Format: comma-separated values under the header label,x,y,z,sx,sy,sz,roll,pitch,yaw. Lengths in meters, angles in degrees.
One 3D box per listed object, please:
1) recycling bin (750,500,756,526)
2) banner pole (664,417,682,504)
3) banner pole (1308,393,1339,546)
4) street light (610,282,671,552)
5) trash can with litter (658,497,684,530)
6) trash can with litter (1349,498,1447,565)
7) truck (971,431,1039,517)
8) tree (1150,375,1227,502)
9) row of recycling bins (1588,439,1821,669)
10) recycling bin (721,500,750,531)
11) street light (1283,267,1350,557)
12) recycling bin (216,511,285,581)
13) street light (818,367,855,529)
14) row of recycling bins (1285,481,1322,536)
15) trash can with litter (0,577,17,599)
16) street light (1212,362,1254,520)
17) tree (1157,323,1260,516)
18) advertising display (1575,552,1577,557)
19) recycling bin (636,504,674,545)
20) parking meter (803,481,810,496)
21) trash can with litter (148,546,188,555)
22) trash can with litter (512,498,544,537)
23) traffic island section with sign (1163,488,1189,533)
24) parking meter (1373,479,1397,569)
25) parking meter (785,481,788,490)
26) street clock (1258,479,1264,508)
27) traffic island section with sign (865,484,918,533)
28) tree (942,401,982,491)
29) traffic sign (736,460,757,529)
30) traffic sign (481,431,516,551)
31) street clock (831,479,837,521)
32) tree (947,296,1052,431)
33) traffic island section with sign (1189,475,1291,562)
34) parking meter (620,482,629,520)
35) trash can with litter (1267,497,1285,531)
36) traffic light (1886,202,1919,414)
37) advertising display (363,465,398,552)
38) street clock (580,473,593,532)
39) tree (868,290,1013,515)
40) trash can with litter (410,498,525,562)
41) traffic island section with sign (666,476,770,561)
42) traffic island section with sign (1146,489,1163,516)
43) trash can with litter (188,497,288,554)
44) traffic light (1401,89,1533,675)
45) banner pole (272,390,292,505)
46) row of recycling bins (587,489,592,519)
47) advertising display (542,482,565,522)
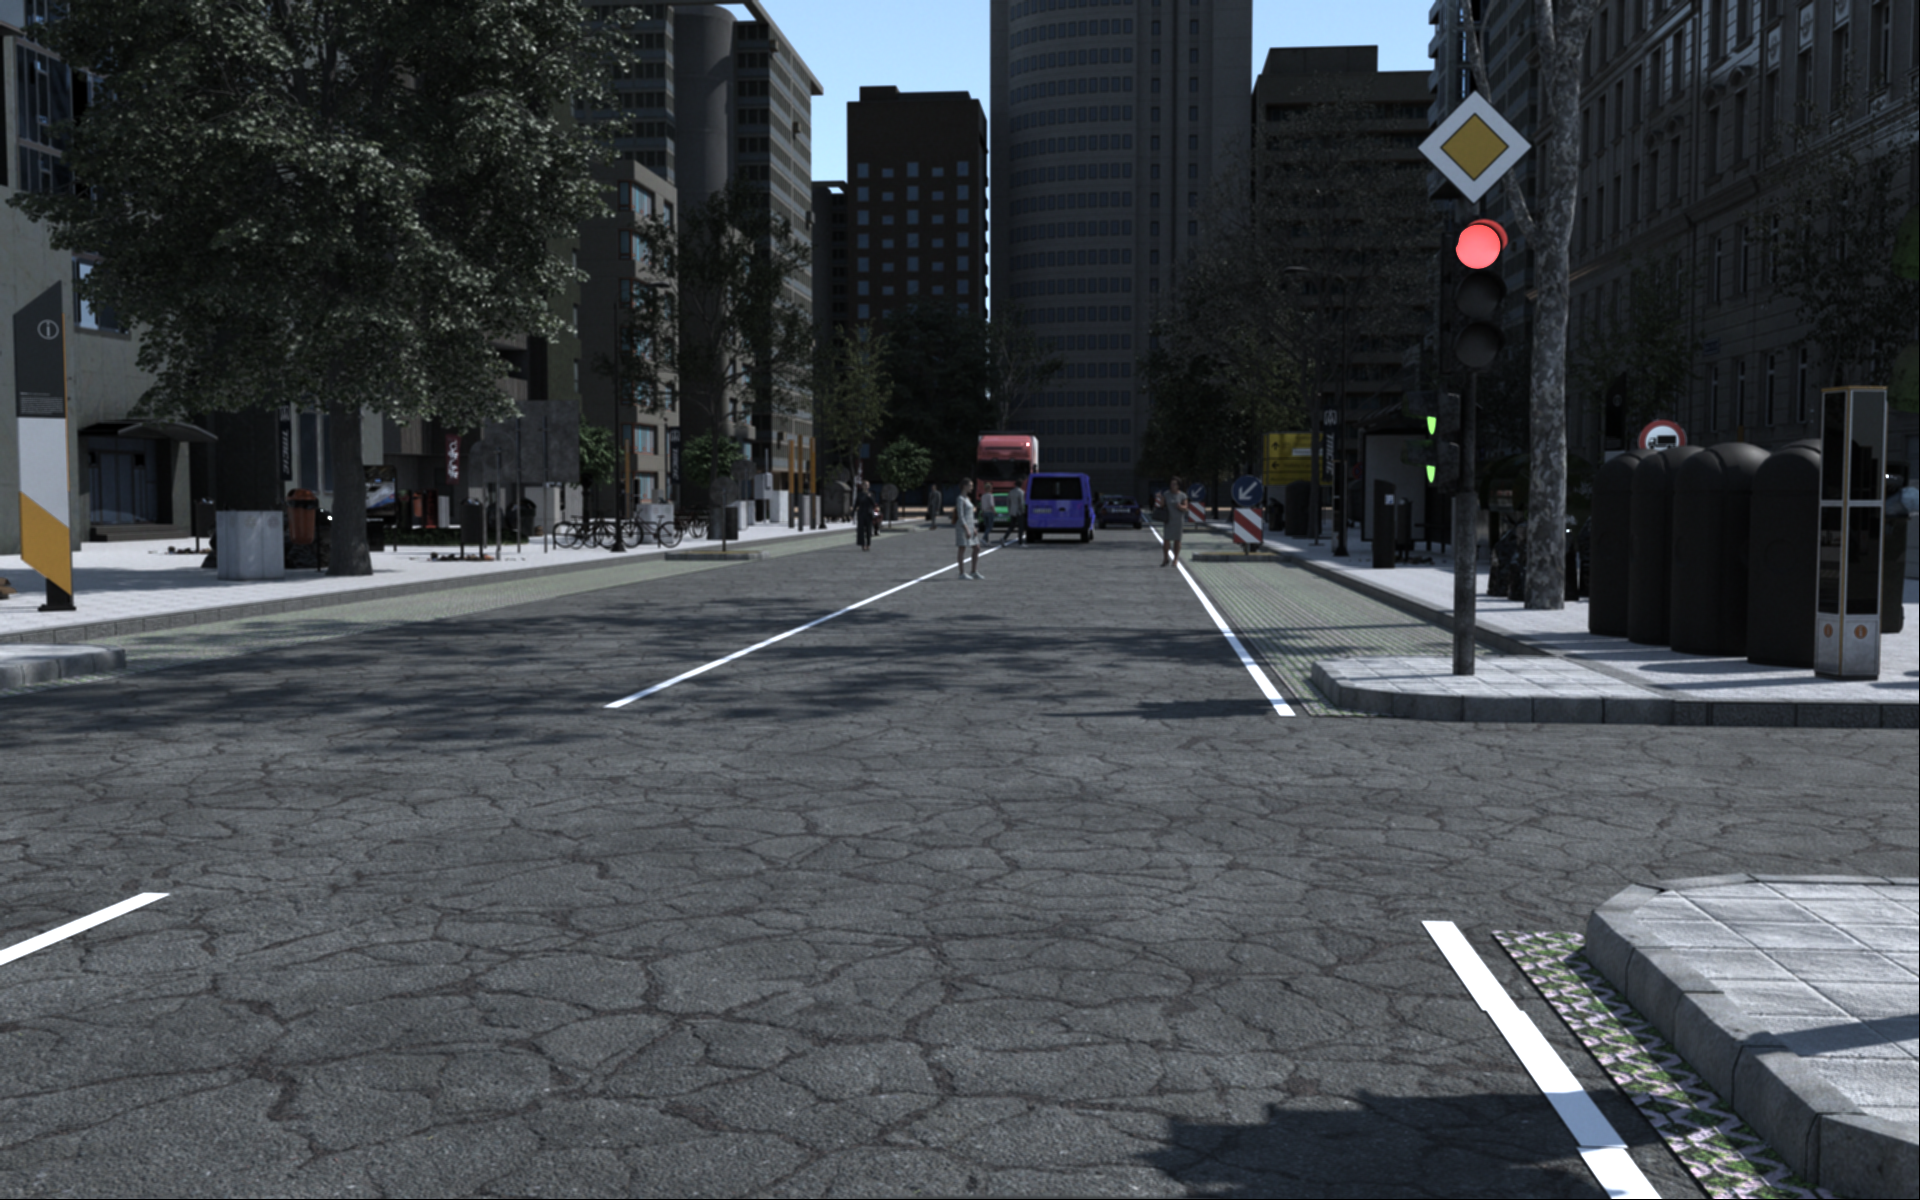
label,x,y,z,sx,sy,sz,roll,pitch,yaw
recycling bin,-8.701,-3.534,70.341,0.722,1.027,0.722,0,4,1
banner pole,-9.400,-4.066,56.503,0.863,3.779,0.401,2,4,31
banner pole,9.063,-3.242,43.030,0.401,3.779,0.863,-3,5,-40
street light,-7.038,-4.014,38.164,1.470,5.913,1.316,0,4,5
trash can with litter,-10.382,-3.112,62.264,1.055,1.170,0.624,0,4,-3
trash can with litter,8.252,-1.296,32.242,1.678,1.210,2.233,0,4,1
truck,2.195,-5.494,78.743,2.839,4.237,11.283,0,4,4
tree,18.350,-12.776,134.649,9.928,11.665,9.643,0,3,0
row of recycling bins,6.267,-0.445,14.397,1.069,1.692,3.534,0,4,-4
recycling bin,-7.941,-2.956,60.887,0.722,1.027,0.722,1,4,10
street light,7.319,-3.855,35.574,1.470,5.913,1.316,0,4,5
recycling bin,-10.645,-0.821,25.980,0.722,1.027,0.722,3,5,40
street light,-4.521,-5.565,63.527,1.470,5.913,1.316,0,4,5
row of recycling bins,10.745,-2.886,54.300,1.069,1.692,3.534,1,4,17
trash can with litter,-12.094,-0.597,21.150,1.055,1.170,0.624,0,4,0
street light,9.690,-5.387,60.623,1.470,5.913,1.316,0,4,5
tree,15.459,-11.293,102.774,7.486,12.596,7.792,0,3,0
advertising display,12.408,-1.836,35.226,0.974,1.923,0.123,-2,4,-35
recycling bin,-7.809,-1.944,44.341,0.722,1.027,0.722,-3,5,-39
parking meter,-6.917,-4.441,78.321,0.255,1.863,0.399,1,4,19
trash can with litter,-16.508,-1.613,37.430,2.233,1.210,1.678,1,4,23
trash can with litter,-12.980,-2.494,52.157,0.624,1.170,1.055,1,4,15
traffic island section with sign,8.615,-3.391,64.071,1.989,1.847,2.006,0,4,5
parking meter,7.330,-1.315,29.913,0.372,1.533,0.369,0,3,0
parking meter,-7.828,-4.515,79.536,0.399,1.863,0.255,0,4,-7
street clock,14.869,-4.974,85.891,0.471,2.002,0.358,0,4,-6
traffic island section with sign,-2.630,-3.444,64.932,1.989,1.847,2.006,0,4,5
tree,0.150,-10.564,123.090,4.737,8.622,4.395,0,3,0
traffic sign,-7.905,-3.915,64.114,0.768,2.556,0.104,0,4,7
traffic sign,-9.402,-2.149,35.242,0.768,2.556,0.104,1,4,13
street clock,-6.058,-4.798,83.022,0.358,2.002,0.471,-2,4,-28
tree,4.780,-18.823,163.651,12.611,20.169,13.585,0,3,0
traffic island section with sign,5.997,-1.741,37.086,1.989,1.847,2.006,0,4,5
parking meter,-16.349,-4.824,84.581,0.399,1.863,0.255,2,4,24
trash can with litter,11.127,-2.955,59.706,1.055,1.170,0.624,2,4,25
traffic light,2.795,-0.938,4.255,0.839,4.253,0.868,0,4,5
advertising display,-13.039,-2.041,38.590,0.974,1.923,0.123,0,4,-7
street clock,-12.567,-3.284,58.271,0.471,2.002,0.358,-1,4,-12
tree,-1.395,-12.258,107.071,9.857,13.997,8.962,0,3,0
trash can with litter,-9.689,-1.379,33.606,2.233,1.210,1.678,2,4,30
traffic island section with sign,-5.237,-1.793,37.942,1.989,1.847,2.006,0,4,5
traffic island section with sign,13.410,-6.428,113.729,1.989,1.847,2.006,0,4,5
trash can with litter,-13.579,-1.398,33.914,1.678,1.210,2.233,3,5,42
traffic light,3.563,-1.424,12.203,0.839,4.253,0.868,0,4,5
banner pole,-15.931,-3.101,40.715,0.863,3.779,0.401,3,4,37
row of recycling bins,-20.668,-4.995,88.786,3.534,1.692,1.069,0,4,-3
advertising display,-17.330,-4.198,73.850,0.974,1.923,0.123,0,4,7
